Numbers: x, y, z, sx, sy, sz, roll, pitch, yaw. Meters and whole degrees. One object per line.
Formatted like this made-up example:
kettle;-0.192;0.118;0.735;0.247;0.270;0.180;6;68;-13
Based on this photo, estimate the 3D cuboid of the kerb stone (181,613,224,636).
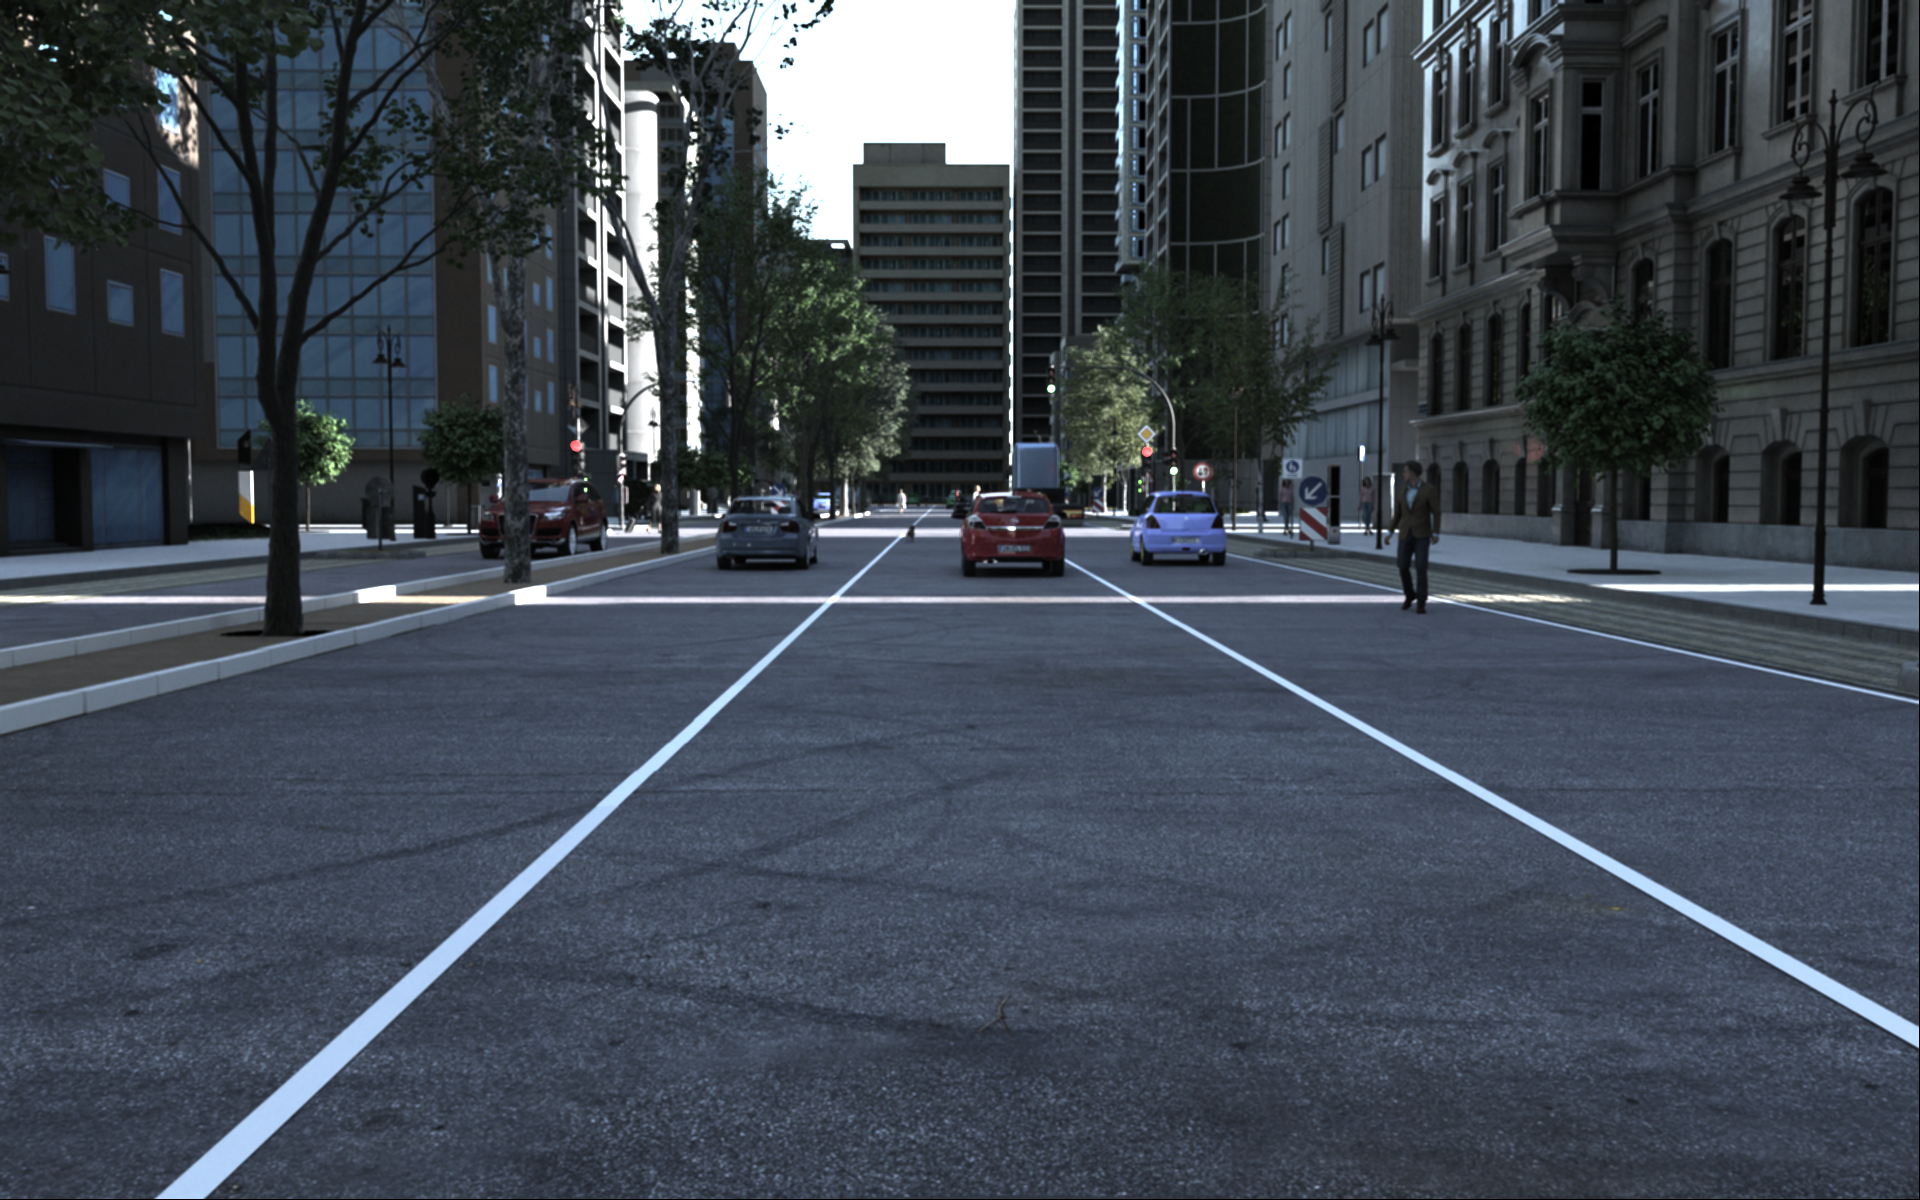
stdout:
kerb stone;-7.894;0.265;17.868;0.120;0.150;1.000;0;4;0

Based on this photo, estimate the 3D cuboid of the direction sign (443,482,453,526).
direction sign;-20.371;-4.697;68.800;0.876;3.537;0.379;2;4;26

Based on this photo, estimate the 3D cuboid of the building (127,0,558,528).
building;-26.778;-26.166;77.921;14.600;45.320;14.200;0;4;0

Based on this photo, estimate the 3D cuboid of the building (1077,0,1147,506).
building;24.109;-52.520;171.367;22.319;86.520;31.000;0;4;0

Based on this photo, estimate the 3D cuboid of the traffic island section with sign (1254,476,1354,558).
traffic island section with sign;7.740;-1.875;39.292;1.989;1.847;2.006;0;4;0

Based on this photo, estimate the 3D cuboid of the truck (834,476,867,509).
truck;-10.710;-11.232;173.408;2.967;4.110;18.799;0;4;-1

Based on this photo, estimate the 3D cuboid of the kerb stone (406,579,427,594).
kerb stone;-7.948;-0.174;25.036;0.120;0.150;1.000;0;4;0

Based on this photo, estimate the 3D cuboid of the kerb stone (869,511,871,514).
kerb stone;-6.546;-6.094;121.965;0.120;0.150;1.000;0;4;0

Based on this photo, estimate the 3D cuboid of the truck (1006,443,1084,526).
truck;4.087;-5.838;85.214;2.967;4.110;18.799;0;4;-1

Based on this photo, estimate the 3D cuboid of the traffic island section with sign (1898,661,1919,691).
traffic island section with sign;7.936;-0.227;12.337;1.989;1.847;2.006;0;4;0

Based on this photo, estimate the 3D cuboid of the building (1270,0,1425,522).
building;30.820;-30.328;85.102;27.495;52.752;28.713;0;4;0

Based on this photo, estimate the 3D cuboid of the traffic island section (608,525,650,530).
traffic island section;-13.630;-2.896;69.624;2.009;0.180;2.903;0;4;0

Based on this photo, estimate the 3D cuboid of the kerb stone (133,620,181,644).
kerb stone;-7.884;0.327;16.844;0.120;0.150;1.000;0;4;0

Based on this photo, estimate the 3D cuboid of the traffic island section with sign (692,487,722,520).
traffic island section with sign;-13.482;-5.243;94.350;1.989;1.847;2.006;0;4;0

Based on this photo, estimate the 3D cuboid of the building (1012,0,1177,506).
building;17.816;-49.035;239.967;20.611;71.187;20.563;0;4;0

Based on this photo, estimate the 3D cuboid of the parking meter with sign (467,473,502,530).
parking meter with sign;-16.793;-4.017;61.942;1.738;3.016;0.543;1;4;10

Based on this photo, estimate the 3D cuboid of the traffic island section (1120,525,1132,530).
traffic island section;7.510;-2.905;69.773;2.009;0.180;2.903;0;4;0

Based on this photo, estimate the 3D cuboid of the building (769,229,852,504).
building;-26.710;-33.931;246.659;23.993;40.220;32.217;0;4;0

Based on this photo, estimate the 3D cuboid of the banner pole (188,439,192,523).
banner pole;-30.544;-4.811;68.673;0.401;3.779;0.863;-1;4;-23

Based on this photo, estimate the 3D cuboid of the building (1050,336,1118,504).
building;25.230;-21.937;203.708;27.650;21.520;28.899;0;4;0

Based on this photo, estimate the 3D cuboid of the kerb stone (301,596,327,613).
kerb stone;-7.921;0.077;20.943;0.120;0.150;1.000;0;4;0

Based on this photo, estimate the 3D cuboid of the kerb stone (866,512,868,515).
kerb stone;-6.520;-5.846;117.871;0.120;0.150;1.000;0;4;0

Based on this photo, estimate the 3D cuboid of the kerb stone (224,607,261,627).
kerb stone;-7.911;0.202;18.890;0.120;0.150;1.000;0;4;0

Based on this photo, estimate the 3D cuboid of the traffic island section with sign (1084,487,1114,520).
traffic island section with sign;7.338;-5.244;94.371;1.989;1.847;2.006;0;4;0

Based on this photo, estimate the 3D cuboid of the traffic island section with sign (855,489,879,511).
traffic island section with sign;-7.760;-8.338;144.463;2.006;1.907;1.989;0;4;0

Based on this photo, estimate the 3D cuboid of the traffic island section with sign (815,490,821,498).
traffic island section with sign;-14.042;-9.991;171.986;1.989;1.847;2.006;0;4;0

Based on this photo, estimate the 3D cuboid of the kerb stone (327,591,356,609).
kerb stone;-7.925;0.014;21.970;0.120;0.150;1.000;0;4;0

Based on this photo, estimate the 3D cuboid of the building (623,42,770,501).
building;-27.062;-32.177;176.197;14.600;45.320;14.200;0;4;0

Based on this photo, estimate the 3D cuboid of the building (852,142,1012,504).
building;-3.876;-37.777;241.362;21.600;48.544;21.300;0;4;0

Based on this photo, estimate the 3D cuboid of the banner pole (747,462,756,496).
banner pole;-16.147;-8.791;133.746;0.863;3.779;0.401;1;4;12

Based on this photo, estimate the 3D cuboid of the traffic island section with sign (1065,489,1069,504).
traffic island section with sign;7.139;-6.893;121.325;1.989;1.847;2.006;0;4;0

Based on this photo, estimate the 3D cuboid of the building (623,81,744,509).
building;-36.302;-28.430;156.709;32.217;40.220;23.993;0;4;0

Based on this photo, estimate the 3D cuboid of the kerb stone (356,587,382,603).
kerb stone;-7.928;-0.049;22.992;0.120;0.150;1.000;0;4;0

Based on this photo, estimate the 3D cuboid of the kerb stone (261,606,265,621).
kerb stone;-7.912;0.144;19.912;0.120;0.150;1.000;0;4;0

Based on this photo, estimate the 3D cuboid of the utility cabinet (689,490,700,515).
utility cabinet;-16.064;-5.878;104.776;0.318;1.500;1.173;1;4;9

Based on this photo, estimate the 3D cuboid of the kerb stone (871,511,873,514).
kerb stone;-6.573;-6.290;125.043;0.120;0.150;1.000;0;4;0

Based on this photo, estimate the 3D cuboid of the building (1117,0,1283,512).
building;23.489;-42.510;133.288;20.563;71.187;20.611;0;4;0

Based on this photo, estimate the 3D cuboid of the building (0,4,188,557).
building;-26.168;-23.603;36.015;14.600;45.320;14.200;0;4;0

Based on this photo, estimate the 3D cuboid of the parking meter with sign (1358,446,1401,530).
parking meter with sign;15.220;-4.036;62.252;1.738;3.016;0.543;2;4;28

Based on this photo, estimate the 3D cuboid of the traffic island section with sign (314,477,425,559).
traffic island section with sign;-13.076;-1.836;38.640;1.989;1.847;2.006;0;4;0

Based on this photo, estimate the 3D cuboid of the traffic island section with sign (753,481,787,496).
traffic island section with sign;-7.203;-3.743;69.327;2.006;1.907;1.989;0;4;0

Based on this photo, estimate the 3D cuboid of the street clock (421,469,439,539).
street clock;-15.107;-2.742;49.409;0.358;2.002;0.471;3;5;43

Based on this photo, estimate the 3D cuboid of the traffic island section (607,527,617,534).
traffic island section;-13.572;-2.407;61.639;2.009;0.180;2.903;0;4;0

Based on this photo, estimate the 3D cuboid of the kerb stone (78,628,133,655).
kerb stone;-7.874;0.392;15.820;0.120;0.150;1.000;0;4;0

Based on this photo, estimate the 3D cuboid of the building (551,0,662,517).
building;-29.091;-40.692;103.565;20.563;71.187;20.611;0;4;0

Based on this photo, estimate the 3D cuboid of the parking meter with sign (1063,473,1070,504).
parking meter with sign;8.653;-8.779;139.797;0.543;3.016;1.738;0;4;1

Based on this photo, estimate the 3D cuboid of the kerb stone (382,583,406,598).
kerb stone;-7.936;-0.111;24.014;0.120;0.150;1.000;0;4;0

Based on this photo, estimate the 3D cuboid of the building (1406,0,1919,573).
building;20.642;-13.578;41.080;14.460;24.649;34.723;0;4;0

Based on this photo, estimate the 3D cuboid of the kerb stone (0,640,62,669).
kerb stone;-7.873;0.454;14.796;0.120;0.150;1.000;0;4;0

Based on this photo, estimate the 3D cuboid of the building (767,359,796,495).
building;-35.043;-21.936;203.684;28.899;21.520;27.650;0;4;0
